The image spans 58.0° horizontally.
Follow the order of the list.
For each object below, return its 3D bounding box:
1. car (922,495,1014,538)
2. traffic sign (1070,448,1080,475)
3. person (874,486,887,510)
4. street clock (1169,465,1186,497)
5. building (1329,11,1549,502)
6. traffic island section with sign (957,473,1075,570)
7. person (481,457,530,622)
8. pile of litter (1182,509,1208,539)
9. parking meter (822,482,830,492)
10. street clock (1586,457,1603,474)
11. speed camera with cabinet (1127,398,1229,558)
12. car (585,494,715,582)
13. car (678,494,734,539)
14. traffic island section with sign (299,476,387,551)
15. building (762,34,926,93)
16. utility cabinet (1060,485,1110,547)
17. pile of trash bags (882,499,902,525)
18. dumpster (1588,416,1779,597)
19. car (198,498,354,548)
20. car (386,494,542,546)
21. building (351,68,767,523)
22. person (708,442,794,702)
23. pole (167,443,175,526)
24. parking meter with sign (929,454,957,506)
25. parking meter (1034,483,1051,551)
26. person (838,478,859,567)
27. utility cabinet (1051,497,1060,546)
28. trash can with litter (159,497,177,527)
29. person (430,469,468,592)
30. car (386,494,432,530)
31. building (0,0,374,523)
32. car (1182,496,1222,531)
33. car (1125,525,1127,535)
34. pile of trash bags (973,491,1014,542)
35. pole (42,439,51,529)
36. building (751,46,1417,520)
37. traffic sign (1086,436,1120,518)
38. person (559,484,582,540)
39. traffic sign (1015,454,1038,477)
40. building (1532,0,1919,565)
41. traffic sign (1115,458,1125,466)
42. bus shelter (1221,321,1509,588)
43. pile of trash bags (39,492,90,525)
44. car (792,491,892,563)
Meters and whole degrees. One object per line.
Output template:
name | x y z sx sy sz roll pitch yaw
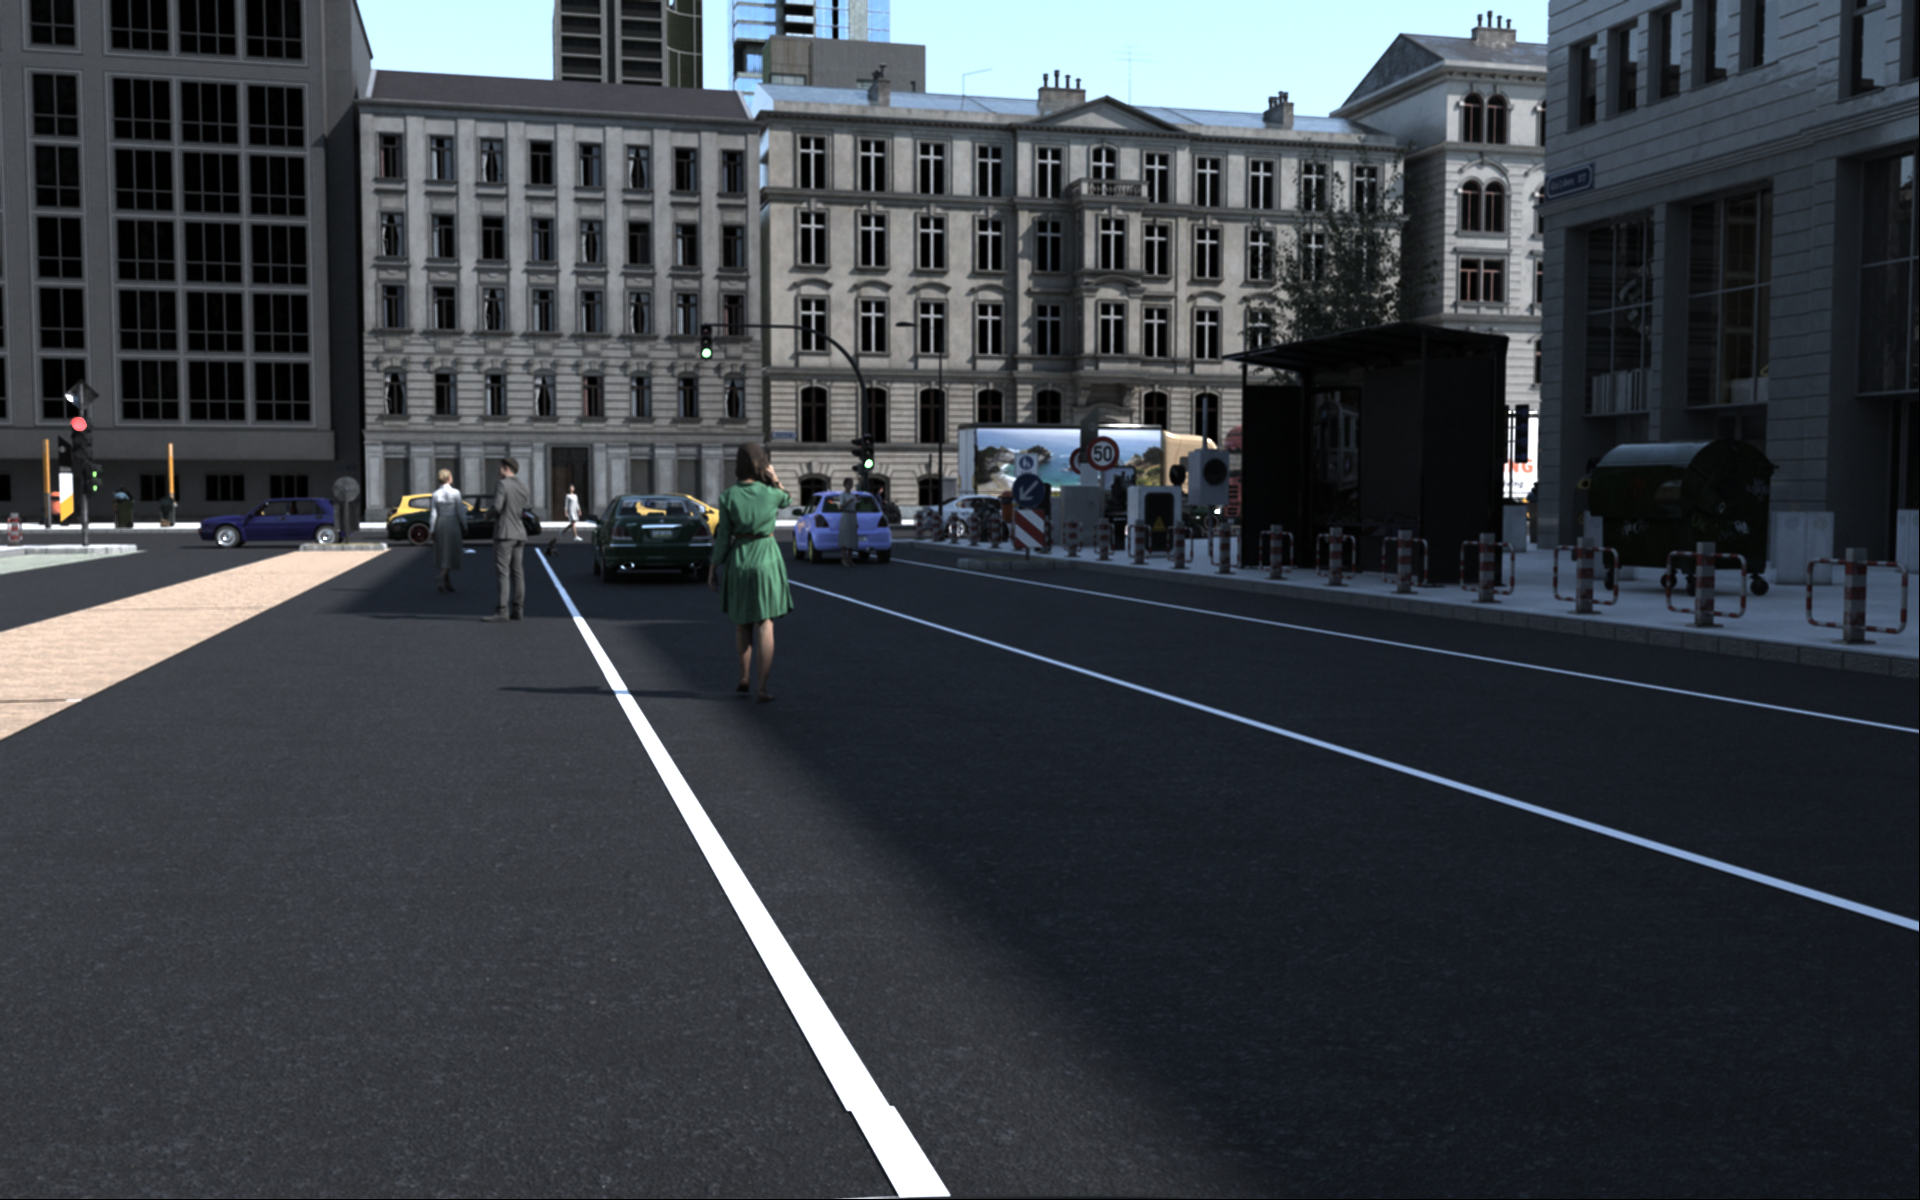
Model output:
car | 0.927 -2.755 57.048 4.499 1.417 2.014 -1 4 -13
traffic sign | 3.333 -2.866 46.966 0.768 2.556 0.104 -1 4 -9
person | -2.904 -3.290 62.994 0.504 1.737 0.576 0 4 -1
street clock | 5.396 -2.350 42.985 0.358 2.002 0.471 -1 4 -19
building | 34.634 -19.116 99.937 23.554 28.519 14.401 -1 4 -15
traffic island section with sign | 1.016 -1.540 33.802 1.989 1.847 2.006 -1 4 -15
person | -5.197 -0.695 19.672 0.447 1.846 0.655 1 4 20
pile of litter | 6.384 -2.205 50.022 1.719 0.858 1.176 1 4 14
parking meter | -6.342 -4.672 82.105 0.255 1.863 0.399 1 4 20
street clock | 12.560 -1.814 34.225 0.358 2.002 0.471 0 4 -1
speed camera with cabinet | 4.449 -2.503 35.252 2.038 3.252 0.660 -1 4 -19
car | -5.303 -1.093 29.663 2.131 1.459 4.920 -1 4 -15
car | -8.551 -2.658 53.676 3.980 1.641 2.015 -1 4 -15
traffic island section with sign | -15.723 -2.208 44.238 2.006 1.907 1.989 -1 4 -15
building | -11.351 -29.120 159.706 14.154 41.232 14.086 -1 4 -15
utility cabinet | 3.023 -2.024 41.779 1.173 1.500 0.318 -1 4 -18
pile of trash bags | -4.205 -3.868 72.999 3.447 1.369 1.912 -1 4 -8
dumpster | 9.376 -1.222 22.478 1.502 2.255 1.985 -1 4 -15
car | -18.413 -2.092 46.782 3.894 1.354 1.945 -1 4 -15
car | -13.955 -2.385 48.785 4.222 1.686 2.009 -1 4 -16
building | -18.995 -14.310 83.117 18.267 20.994 9.793 -1 4 -15
person | -1.452 -0.204 12.087 0.600 1.795 0.529 -1 4 -11
pole | -31.772 -4.642 69.746 0.158 3.312 0.155 0 3 0
parking meter with sign | -0.461 -4.819 75.054 1.738 3.016 0.543 0 4 -2
parking meter | 1.857 -1.861 38.837 0.372 1.533 0.369 0 3 0
person | -2.154 -1.538 34.208 0.524 1.755 0.480 3 4 38
utility cabinet | 2.733 -1.957 43.157 1.020 1.237 0.306 1 4 11
trash can with litter | -30.901 -3.435 67.549 0.624 1.170 1.055 -1 4 -21
person | -7.505 -1.013 25.282 0.478 1.798 0.641 1 4 16
car | -16.610 -2.823 56.383 3.980 1.641 2.015 -1 4 -16
building | -40.267 -17.564 80.681 24.014 27.812 14.314 -1 4 -15
car | 8.412 -3.566 68.095 4.222 1.686 2.009 -1 4 -15
car | 4.472 -2.570 54.384 4.827 1.381 2.083 -1 4 -13
pile of trash bags | 1.303 -2.323 47.732 1.912 1.369 3.447 0 4 1
pole | -34.000 -4.320 64.482 0.158 3.312 0.155 0 3 0
building | 5.852 -16.734 92.679 34.723 24.649 14.460 -1 4 -15
traffic sign | 3.131 -2.329 38.185 0.768 2.556 0.104 -1 4 -12
person | -12.089 -2.720 53.719 0.760 1.731 0.466 0 4 5
traffic sign | 1.649 -2.513 43.210 0.606 2.300 0.079 0 4 -6
building | 22.403 -15.239 26.653 11.434 29.767 29.804 -1 4 -15
traffic sign | 3.825 -2.635 44.266 0.795 2.450 0.064 -1 4 -11
bus shelter | 6.053 -2.173 26.811 1.731 3.624 6.357 -1 4 -15
pile of trash bags | -37.704 -3.853 72.744 1.912 1.369 3.447 -1 4 -19
car | -2.587 -1.688 37.189 1.945 1.707 3.694 -1 4 -13
